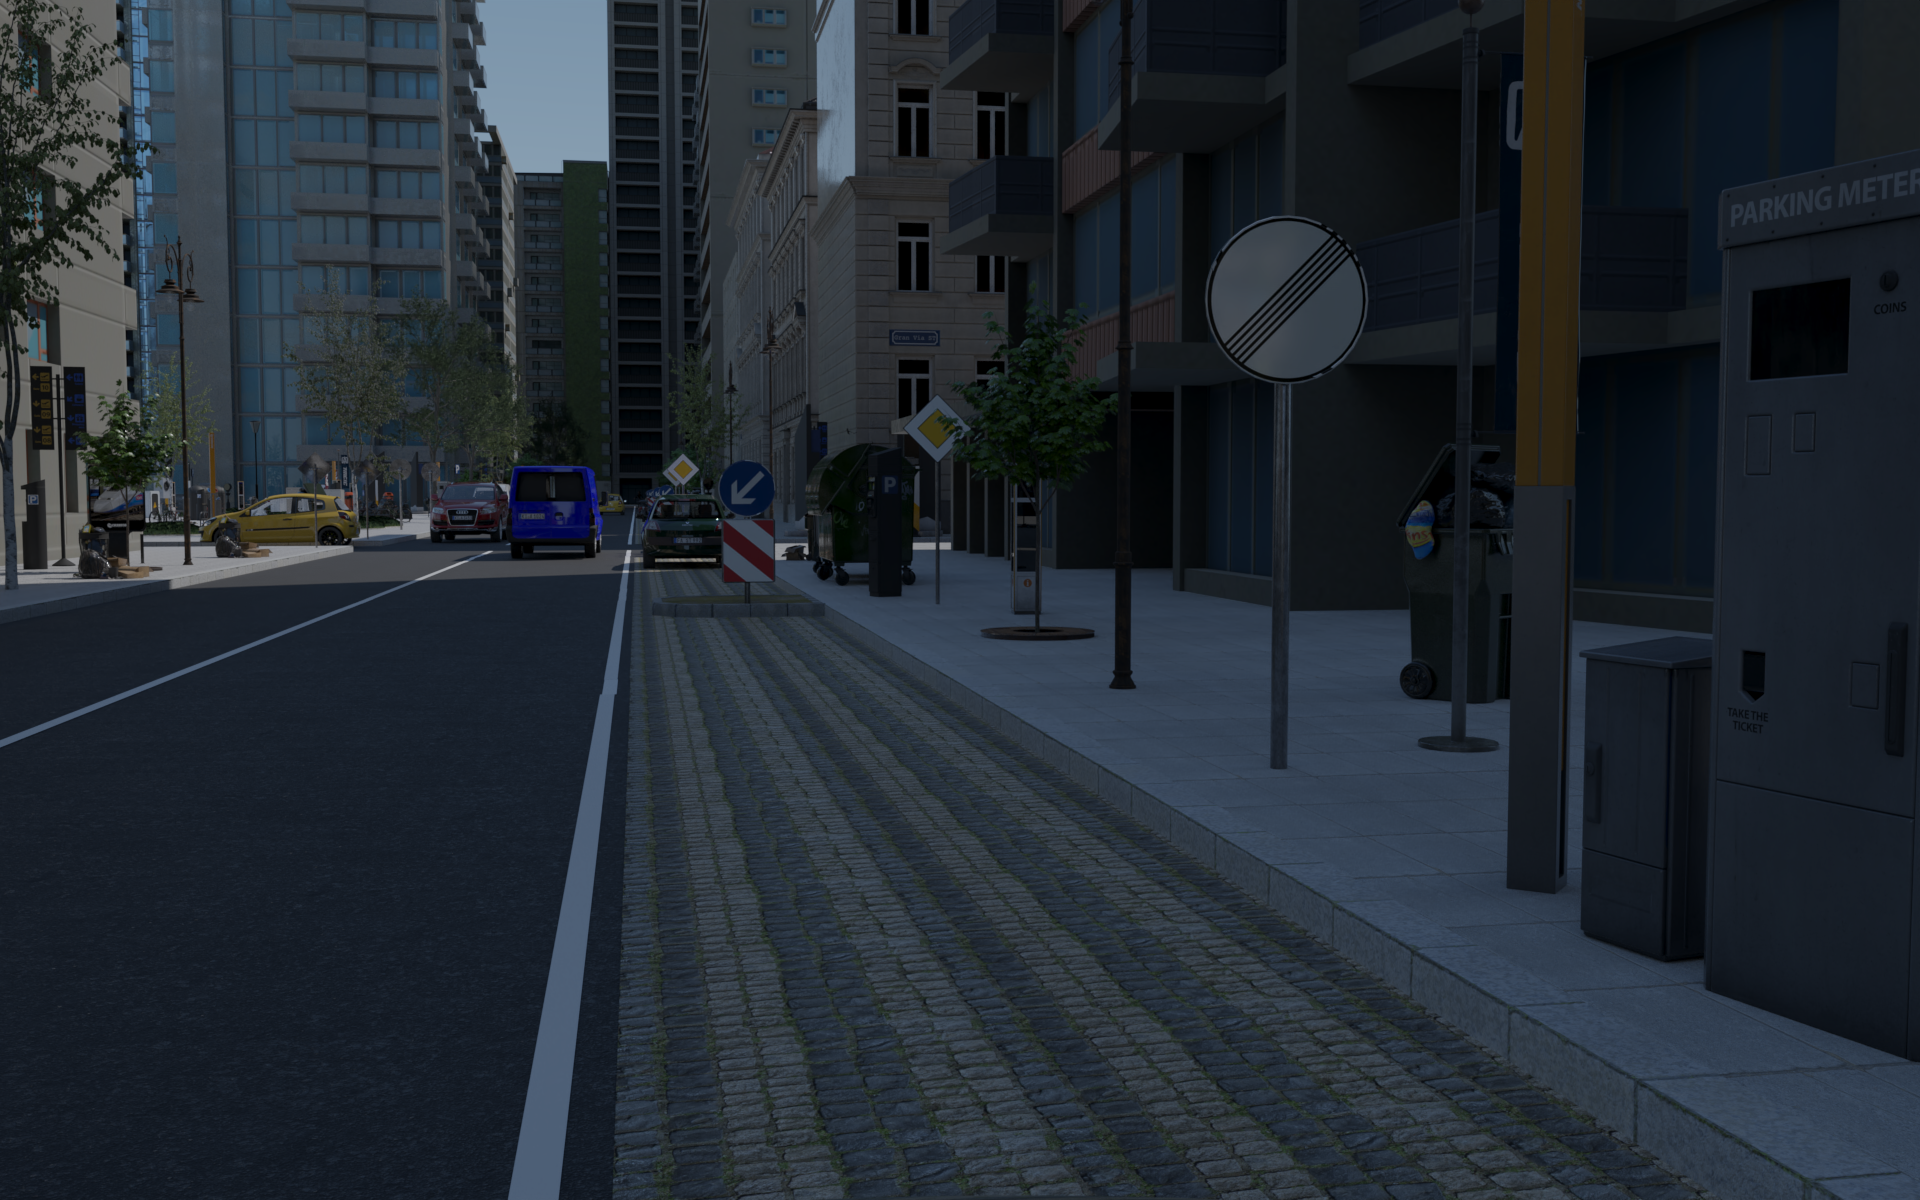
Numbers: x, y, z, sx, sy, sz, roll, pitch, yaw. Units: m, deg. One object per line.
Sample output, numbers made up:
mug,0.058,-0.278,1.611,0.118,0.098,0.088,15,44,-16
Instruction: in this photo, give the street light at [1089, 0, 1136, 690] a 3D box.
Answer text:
street light,1.075,-2.354,11.273,0.468,5.910,1.993,-1,4,-11

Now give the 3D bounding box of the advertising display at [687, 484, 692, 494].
advertising display,-15.698,-5.949,102.478,0.974,1.923,0.123,1,4,17

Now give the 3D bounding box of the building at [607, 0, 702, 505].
building,-33.699,-47.754,219.021,20.611,71.187,20.563,-1,4,-11

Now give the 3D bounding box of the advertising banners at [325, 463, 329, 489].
advertising banners,-35.772,-6.170,97.069,0.090,3.025,2.074,0,4,2

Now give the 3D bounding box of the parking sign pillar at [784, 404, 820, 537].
parking sign pillar,-4.638,-3.921,52.586,1.447,3.967,1.447,-1,4,-21

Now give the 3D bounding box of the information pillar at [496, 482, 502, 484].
information pillar,-27.068,-5.953,101.820,0.304,2.012,0.304,-2,4,-26

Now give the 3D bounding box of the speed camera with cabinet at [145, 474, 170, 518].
speed camera with cabinet,-43.705,-6.099,94.046,0.660,3.252,2.038,0,4,4

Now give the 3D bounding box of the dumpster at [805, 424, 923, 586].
dumpster,-1.388,-1.374,24.962,1.502,2.255,1.985,-1,4,-10

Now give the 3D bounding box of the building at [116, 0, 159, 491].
building,-85.352,-52.670,173.821,31.000,86.520,22.319,-1,4,-11

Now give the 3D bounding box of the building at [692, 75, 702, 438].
building,-16.764,-34.502,183.720,23.786,49.044,30.456,-1,4,-11

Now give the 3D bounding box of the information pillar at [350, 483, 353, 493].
information pillar,-40.655,-6.821,116.014,0.304,2.012,0.304,0,4,7

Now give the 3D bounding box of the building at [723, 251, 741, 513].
building,-10.418,-16.088,117.782,10.420,20.320,16.860,-1,4,-11

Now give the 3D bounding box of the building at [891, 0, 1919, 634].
building,11.545,-22.806,27.510,22.147,44.769,28.867,-1,4,-11

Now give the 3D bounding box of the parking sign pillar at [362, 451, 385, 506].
parking sign pillar,-36.336,-7.270,107.334,1.447,3.967,1.447,-2,4,-35

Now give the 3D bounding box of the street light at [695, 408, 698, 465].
street light,-14.022,-7.317,92.425,0.468,5.910,1.993,-1,4,-11

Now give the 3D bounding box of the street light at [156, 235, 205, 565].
street light,-13.953,-3.568,31.125,0.468,5.910,1.993,-1,4,-11

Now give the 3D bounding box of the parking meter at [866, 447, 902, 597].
parking meter,-0.947,-0.975,21.649,0.399,1.863,0.255,-2,4,-30

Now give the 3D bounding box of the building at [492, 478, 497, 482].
building,-64.078,-26.909,211.659,14.107,30.474,14.160,-1,4,-11

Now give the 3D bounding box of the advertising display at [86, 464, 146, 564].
advertising display,-15.415,-1.617,31.655,0.974,1.923,0.123,-3,5,-41

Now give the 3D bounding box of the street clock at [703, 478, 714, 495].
street clock,-11.073,-4.383,76.225,0.471,2.002,0.358,-1,4,-11

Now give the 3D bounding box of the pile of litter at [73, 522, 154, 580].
pile of litter,-13.092,-0.780,26.720,1.176,0.858,1.719,-1,4,-17

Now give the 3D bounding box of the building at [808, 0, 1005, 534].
building,7.546,-16.177,61.750,25.104,27.353,12.463,-1,4,-11

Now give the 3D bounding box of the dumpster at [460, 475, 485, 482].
dumpster,-24.394,-5.165,86.934,1.502,2.255,1.985,-1,4,-10

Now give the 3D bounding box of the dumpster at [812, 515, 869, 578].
dumpster,-1.649,-1.309,27.167,1.264,1.857,1.865,-1,4,-11

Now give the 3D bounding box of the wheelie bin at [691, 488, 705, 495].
wheelie bin,-12.921,-4.765,85.821,0.980,1.594,0.693,2,4,27

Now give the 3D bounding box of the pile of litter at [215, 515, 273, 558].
pile of litter,-14.655,-1.311,35.393,1.176,0.858,1.719,0,4,-4

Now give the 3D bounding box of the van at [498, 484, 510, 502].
van,-18.804,-3.830,69.626,2.013,2.044,4.112,-1,4,-11

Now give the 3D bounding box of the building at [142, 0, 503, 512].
building,-48.661,-31.481,134.326,23.786,49.044,30.456,-1,4,-11

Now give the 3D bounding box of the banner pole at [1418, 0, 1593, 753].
banner pole,2.755,-1.144,8.716,0.863,3.779,0.401,-1,4,-11

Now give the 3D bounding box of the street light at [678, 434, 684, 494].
street light,-19.936,-9.244,123.932,0.468,5.910,1.993,-1,4,-11

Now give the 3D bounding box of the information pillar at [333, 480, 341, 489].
information pillar,-32.239,-5.209,89.655,0.304,2.012,0.304,1,4,23

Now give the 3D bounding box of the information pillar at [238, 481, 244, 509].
information pillar,-41.662,-5.864,100.365,0.304,2.012,0.304,-2,4,-26

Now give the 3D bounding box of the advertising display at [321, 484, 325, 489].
advertising display,-41.411,-6.516,111.751,0.974,1.923,0.123,-3,4,-36

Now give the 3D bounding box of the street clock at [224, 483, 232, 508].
street clock,-49.389,-6.869,116.872,0.471,2.002,0.358,1,4,14

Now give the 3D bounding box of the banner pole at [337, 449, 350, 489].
banner pole,-34.462,-6.525,96.700,0.401,3.779,0.863,3,5,40

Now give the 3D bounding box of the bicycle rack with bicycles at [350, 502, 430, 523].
bicycle rack with bicycles,-26.079,-3.973,78.341,2.925,0.926,2.852,1,4,12

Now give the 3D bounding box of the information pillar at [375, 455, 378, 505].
information pillar,-34.794,-6.846,103.292,0.183,3.616,0.504,-2,4,-23

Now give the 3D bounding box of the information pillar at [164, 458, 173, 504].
information pillar,-50.750,-7.325,111.121,0.504,3.616,0.183,-2,4,-23

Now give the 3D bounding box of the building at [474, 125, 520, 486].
building,-57.515,-29.608,175.976,23.993,40.220,32.217,-1,4,-11

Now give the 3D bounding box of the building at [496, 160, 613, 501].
building,-50.261,-32.448,214.126,14.086,41.232,14.154,-1,4,-11

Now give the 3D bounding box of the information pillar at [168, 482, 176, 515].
information pillar,-48.877,-6.293,107.379,0.304,2.012,0.304,0,4,7

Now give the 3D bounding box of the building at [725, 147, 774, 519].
building,-6.974,-16.070,98.898,11.583,22.565,21.152,-1,4,-11

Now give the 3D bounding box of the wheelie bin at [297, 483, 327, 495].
wheelie bin,-18.097,-2.473,48.336,0.693,1.594,0.980,2,4,24

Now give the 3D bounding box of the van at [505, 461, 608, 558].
van,-9.374,-2.198,40.321,2.240,2.365,5.245,-1,4,-10

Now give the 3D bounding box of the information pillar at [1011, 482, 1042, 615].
information pillar,0.706,-0.856,18.493,0.304,2.012,0.304,0,4,-5

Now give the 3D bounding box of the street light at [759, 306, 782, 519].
street light,-4.671,-4.281,42.775,0.468,5.910,1.993,-1,4,-11

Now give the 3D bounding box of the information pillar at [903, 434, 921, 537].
information pillar,-1.426,-3.664,51.267,0.504,3.616,0.183,-1,4,-18

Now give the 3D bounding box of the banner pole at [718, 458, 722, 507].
banner pole,-16.183,-7.771,117.065,0.401,3.779,0.863,1,4,11

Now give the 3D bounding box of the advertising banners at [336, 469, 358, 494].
advertising banners,-42.775,-7.598,120.413,2.074,3.025,0.090,1,4,19

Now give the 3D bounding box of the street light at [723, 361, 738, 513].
street light,-7.952,-5.343,60.142,0.468,5.910,1.993,-1,4,-11

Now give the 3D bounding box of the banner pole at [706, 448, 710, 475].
banner pole,-13.763,-6.400,94.664,0.401,3.779,0.863,-1,4,-22

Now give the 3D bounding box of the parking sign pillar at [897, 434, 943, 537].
parking sign pillar,-1.239,-3.912,52.429,1.447,3.967,1.447,0,4,4

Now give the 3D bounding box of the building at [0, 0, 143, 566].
building,-30.363,-10.871,22.778,28.899,21.520,27.650,-1,4,-11

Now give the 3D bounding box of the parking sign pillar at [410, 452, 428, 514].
parking sign pillar,-34.697,-7.469,110.589,1.447,3.967,1.447,-2,4,-35

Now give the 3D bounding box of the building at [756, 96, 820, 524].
building,-3.201,-13.061,78.178,10.561,19.102,19.286,-1,4,-11

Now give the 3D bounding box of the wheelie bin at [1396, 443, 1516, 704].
wheelie bin,3.217,-0.182,10.879,0.980,1.594,0.693,-3,5,-43

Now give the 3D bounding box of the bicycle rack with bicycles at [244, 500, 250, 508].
bicycle rack with bicycles,-44.933,-5.998,111.449,2.852,0.926,2.925,2,4,32

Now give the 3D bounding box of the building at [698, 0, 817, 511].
building,-10.495,-31.832,144.151,21.300,48.544,21.600,-1,4,-11

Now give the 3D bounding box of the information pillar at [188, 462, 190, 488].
information pillar,-48.545,-7.184,108.812,0.504,3.616,0.183,2,4,31
